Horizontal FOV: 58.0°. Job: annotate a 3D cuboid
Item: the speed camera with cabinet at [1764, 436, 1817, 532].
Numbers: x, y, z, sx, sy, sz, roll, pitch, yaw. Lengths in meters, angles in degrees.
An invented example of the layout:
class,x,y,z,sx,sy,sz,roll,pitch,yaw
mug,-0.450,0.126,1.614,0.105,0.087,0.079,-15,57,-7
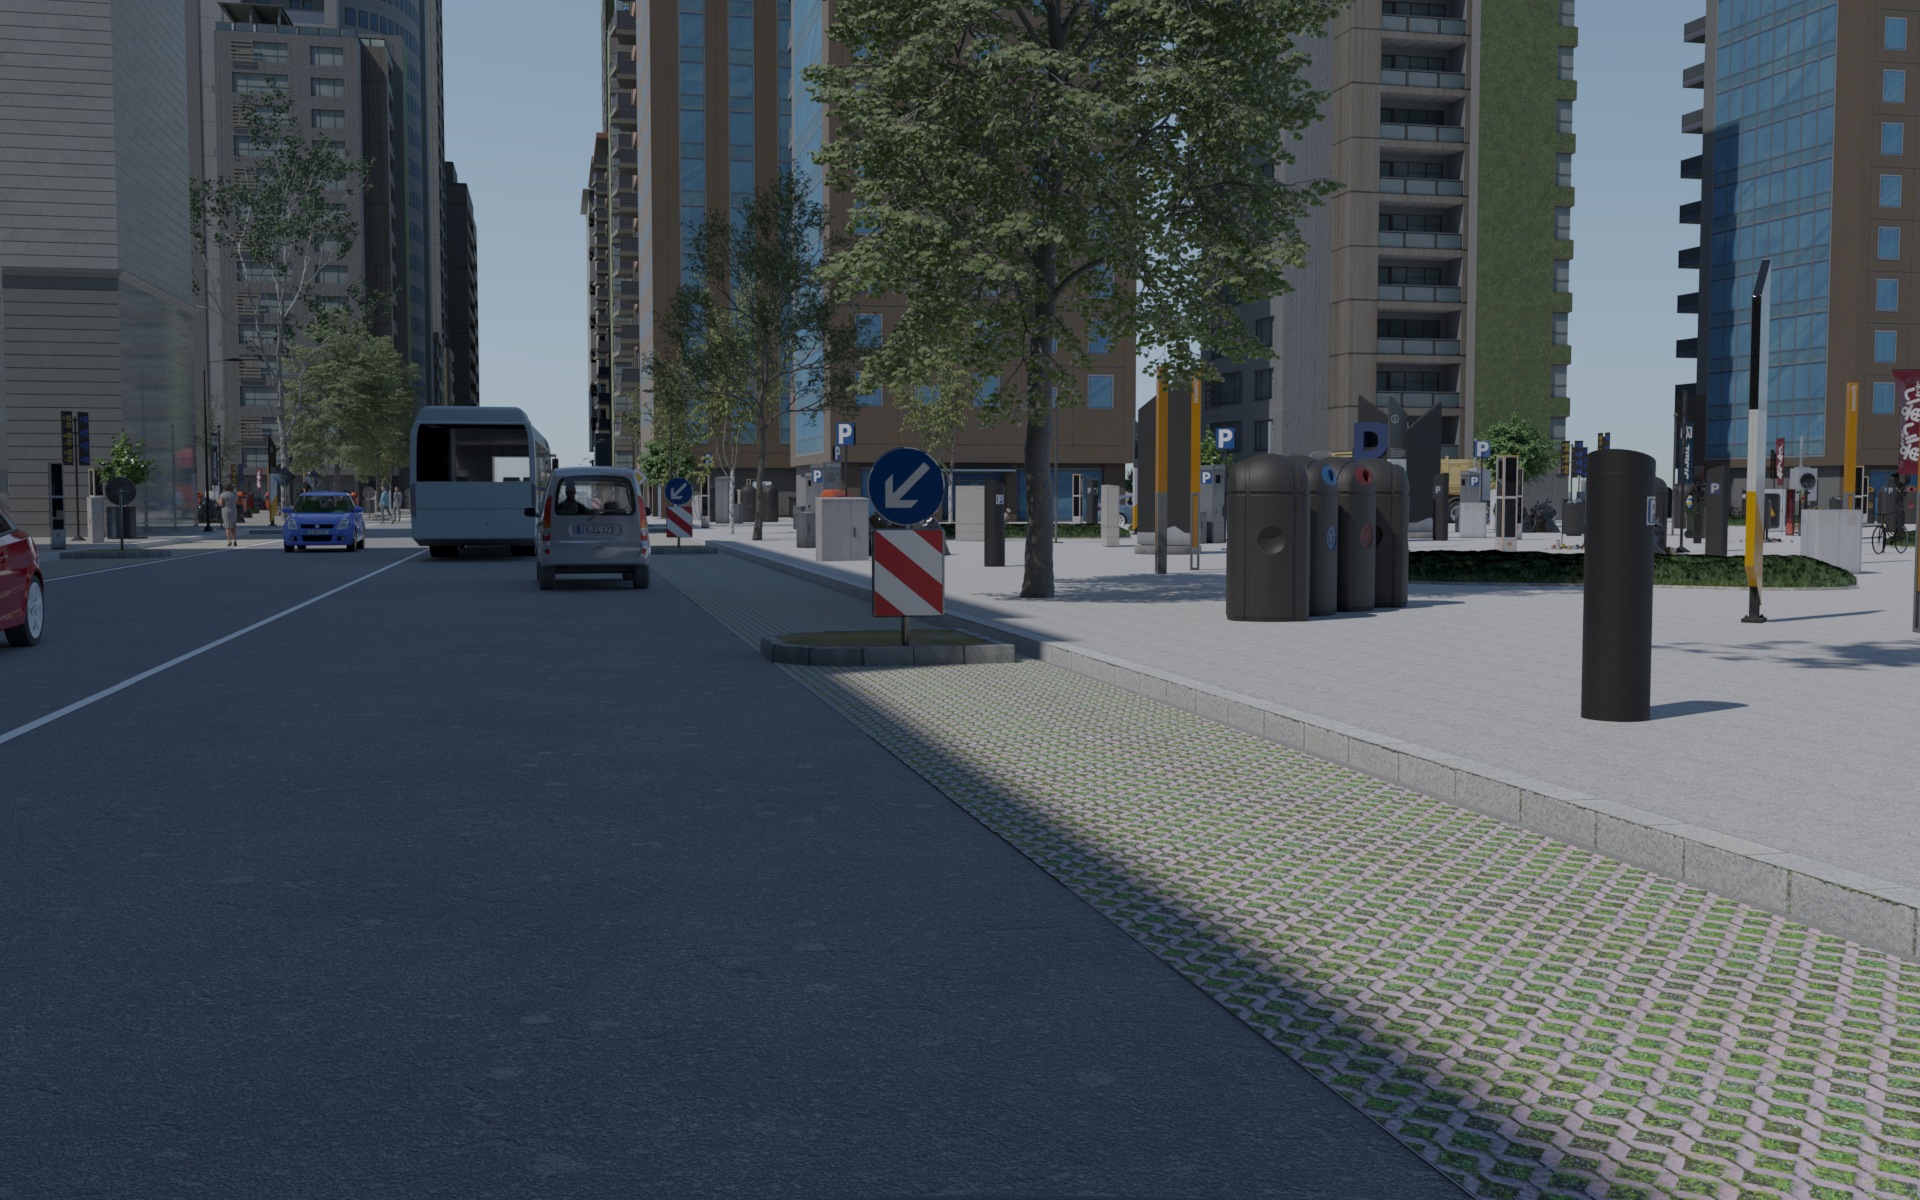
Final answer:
class,x,y,z,sx,sy,sz,roll,pitch,yaw
speed camera with cabinet,28.026,-3.951,58.935,2.038,3.252,0.660,0,4,-2

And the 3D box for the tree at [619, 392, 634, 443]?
class,x,y,z,sx,sy,sz,roll,pitch,yaw
tree,-13.548,-8.134,83.359,4.737,8.622,4.395,0,3,0

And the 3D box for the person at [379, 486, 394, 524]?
class,x,y,z,sx,sy,sz,roll,pitch,yaw
person,-27.461,-4.553,82.799,0.748,1.841,0.638,2,4,30

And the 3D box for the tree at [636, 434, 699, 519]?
class,x,y,z,sx,sy,sz,roll,pitch,yaw
tree,-14.950,-6.424,88.744,4.285,4.588,4.351,0,3,0

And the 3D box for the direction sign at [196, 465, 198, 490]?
class,x,y,z,sx,sy,sz,roll,pitch,yaw
direction sign,-54.648,-8.076,124.044,0.379,3.537,0.876,-1,4,-21

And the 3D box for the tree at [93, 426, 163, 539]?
class,x,y,z,sx,sy,sz,roll,pitch,yaw
tree,-23.995,-3.363,49.590,1.663,3.219,1.824,0,3,0

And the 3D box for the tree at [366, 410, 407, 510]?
class,x,y,z,sx,sy,sz,roll,pitch,yaw
tree,-45.866,-11.505,138.476,4.737,8.622,4.395,0,3,0

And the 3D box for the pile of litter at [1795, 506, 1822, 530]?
class,x,y,z,sx,sy,sz,roll,pitch,yaw
pile of litter,30.153,-2.907,61.488,1.719,0.858,1.176,0,4,-6

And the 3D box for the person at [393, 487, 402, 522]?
class,x,y,z,sx,sy,sz,roll,pitch,yaw
person,-29.399,-5.007,90.470,0.635,1.810,0.391,1,4,21

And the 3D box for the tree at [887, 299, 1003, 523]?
class,x,y,z,sx,sy,sz,roll,pitch,yaw
tree,-0.587,-6.908,63.314,4.737,8.622,4.395,0,3,0

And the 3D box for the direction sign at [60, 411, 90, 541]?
class,x,y,z,sx,sy,sz,roll,pitch,yaw
direction sign,-24.245,-3.397,47.530,0.379,3.537,0.876,1,4,22

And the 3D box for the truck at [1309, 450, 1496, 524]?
class,x,y,z,sx,sy,sz,roll,pitch,yaw
truck,19.621,-5.005,77.762,9.791,3.379,3.469,-1,4,-11

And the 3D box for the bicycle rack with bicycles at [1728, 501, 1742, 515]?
class,x,y,z,sx,sy,sz,roll,pitch,yaw
bicycle rack with bicycles,39.777,-4.497,86.910,2.852,0.926,2.925,-1,4,-17

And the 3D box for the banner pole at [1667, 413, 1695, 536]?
class,x,y,z,sx,sy,sz,roll,pitch,yaw
banner pole,22.256,-3.881,53.471,0.401,3.779,0.863,-2,4,-35

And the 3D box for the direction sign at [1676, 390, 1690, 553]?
class,x,y,z,sx,sy,sz,roll,pitch,yaw
direction sign,15.855,-2.812,37.974,0.379,3.537,0.876,2,4,27

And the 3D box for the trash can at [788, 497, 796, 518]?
class,x,y,z,sx,sy,sz,roll,pitch,yaw
trash can,-8.790,-4.925,92.173,0.748,1.137,0.748,0,3,0

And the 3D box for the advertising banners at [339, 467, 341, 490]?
class,x,y,z,sx,sy,sz,roll,pitch,yaw
advertising banners,-41.021,-7.143,112.969,0.090,3.025,2.074,1,4,18

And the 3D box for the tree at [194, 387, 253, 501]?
class,x,y,z,sx,sy,sz,roll,pitch,yaw
tree,-51.706,-10.397,120.359,4.360,8.622,3.978,0,3,0

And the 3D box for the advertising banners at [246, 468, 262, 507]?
class,x,y,z,sx,sy,sz,roll,pitch,yaw
advertising banners,-48.016,-7.403,117.220,2.074,3.025,0.090,1,4,22

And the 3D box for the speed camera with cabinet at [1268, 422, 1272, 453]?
class,x,y,z,sx,sy,sz,roll,pitch,yaw
speed camera with cabinet,9.158,-3.232,47.180,2.038,3.252,0.660,2,4,27

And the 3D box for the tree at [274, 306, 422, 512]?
class,x,y,z,sx,sy,sz,roll,pitch,yaw
tree,-37.378,-11.421,104.868,7.486,12.596,7.792,0,3,0

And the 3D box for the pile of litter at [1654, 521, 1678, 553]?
class,x,y,z,sx,sy,sz,roll,pitch,yaw
pile of litter,13.165,-1.123,32.321,1.176,0.858,1.719,2,4,28

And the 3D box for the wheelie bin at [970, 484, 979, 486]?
class,x,y,z,sx,sy,sz,roll,pitch,yaw
wheelie bin,0.435,-2.853,54.555,0.693,1.594,0.980,-1,4,-22

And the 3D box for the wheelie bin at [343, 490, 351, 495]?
class,x,y,z,sx,sy,sz,roll,pitch,yaw
wheelie bin,-50.346,-8.221,142.325,0.693,1.594,0.980,2,4,32

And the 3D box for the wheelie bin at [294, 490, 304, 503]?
class,x,y,z,sx,sy,sz,roll,pitch,yaw
wheelie bin,-48.562,-7.316,127.522,0.980,1.594,0.693,0,4,8

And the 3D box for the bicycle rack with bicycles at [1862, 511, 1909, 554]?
class,x,y,z,sx,sy,sz,roll,pitch,yaw
bicycle rack with bicycles,20.437,-1.422,36.633,2.852,0.926,2.925,3,5,45

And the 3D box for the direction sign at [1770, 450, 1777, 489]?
class,x,y,z,sx,sy,sz,roll,pitch,yaw
direction sign,41.663,-5.911,88.636,0.876,3.537,0.379,-3,4,-39

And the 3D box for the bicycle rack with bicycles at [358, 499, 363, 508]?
class,x,y,z,sx,sy,sz,roll,pitch,yaw
bicycle rack with bicycles,-46.635,-7.424,134.765,2.925,0.926,2.852,-2,4,-30

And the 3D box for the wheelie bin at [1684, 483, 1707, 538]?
class,x,y,z,sx,sy,sz,roll,pitch,yaw
wheelie bin,21.475,-2.589,50.243,0.980,1.594,0.693,-3,5,-40

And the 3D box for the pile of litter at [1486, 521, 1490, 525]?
class,x,y,z,sx,sy,sz,roll,pitch,yaw
pile of litter,22.329,-3.474,70.771,1.719,0.858,1.176,3,4,39

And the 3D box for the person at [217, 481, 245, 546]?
class,x,y,z,sx,sy,sz,roll,pitch,yaw
person,-19.878,-2.347,47.230,0.532,1.782,0.716,3,5,43

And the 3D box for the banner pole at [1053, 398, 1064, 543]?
class,x,y,z,sx,sy,sz,roll,pitch,yaw
banner pole,2.288,-3.383,45.323,0.863,3.779,0.401,0,4,7

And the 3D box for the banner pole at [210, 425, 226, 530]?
class,x,y,z,sx,sy,sz,roll,pitch,yaw
banner pole,-26.697,-4.418,62.251,0.401,3.779,0.863,0,4,3

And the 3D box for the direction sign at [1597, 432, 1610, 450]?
class,x,y,z,sx,sy,sz,roll,pitch,yaw
direction sign,23.671,-4.389,63.760,0.379,3.537,0.876,0,4,-7

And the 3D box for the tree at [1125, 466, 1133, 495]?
class,x,y,z,sx,sy,sz,roll,pitch,yaw
tree,11.995,-7.662,119.868,1.663,3.219,1.824,0,3,0

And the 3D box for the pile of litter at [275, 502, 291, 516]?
class,x,y,z,sx,sy,sz,roll,pitch,yaw
pile of litter,-39.628,-5.373,101.820,1.719,0.858,1.176,2,4,31

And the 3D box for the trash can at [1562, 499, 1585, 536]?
class,x,y,z,sx,sy,sz,roll,pitch,yaw
trash can,18.791,-2.528,52.989,0.748,1.137,0.748,0,3,0

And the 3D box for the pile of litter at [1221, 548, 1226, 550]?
class,x,y,z,sx,sy,sz,roll,pitch,yaw
pile of litter,6.864,-1.563,39.512,1.719,0.858,1.176,2,4,24

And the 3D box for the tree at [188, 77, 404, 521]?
class,x,y,z,sx,sy,sz,roll,pitch,yaw
tree,-32.766,-13.782,81.229,12.611,20.169,13.585,0,3,0

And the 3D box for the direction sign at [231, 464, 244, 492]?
class,x,y,z,sx,sy,sz,roll,pitch,yaw
direction sign,-54.821,-8.527,131.410,0.876,3.537,0.379,-1,4,-20

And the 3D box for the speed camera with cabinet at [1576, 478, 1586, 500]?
class,x,y,z,sx,sy,sz,roll,pitch,yaw
speed camera with cabinet,40.668,-7.247,112.824,0.660,3.252,2.038,2,4,31

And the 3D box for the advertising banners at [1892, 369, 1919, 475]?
class,x,y,z,sx,sy,sz,roll,pitch,yaw
advertising banners,14.087,-1.721,24.323,2.074,3.025,0.090,0,4,1

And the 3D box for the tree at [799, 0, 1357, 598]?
class,x,y,z,sx,sy,sz,roll,pitch,yaw
tree,1.273,-6.322,21.494,7.486,12.596,7.792,0,3,0

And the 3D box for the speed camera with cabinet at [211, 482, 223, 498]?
class,x,y,z,sx,sy,sz,roll,pitch,yaw
speed camera with cabinet,-55.235,-8.222,128.759,0.660,3.252,2.038,-1,4,-14

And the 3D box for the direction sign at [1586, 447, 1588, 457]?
class,x,y,z,sx,sy,sz,roll,pitch,yaw
direction sign,29.759,-5.582,83.265,0.876,3.537,0.379,-1,4,-15

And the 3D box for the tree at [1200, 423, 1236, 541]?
class,x,y,z,sx,sy,sz,roll,pitch,yaw
tree,6.679,-3.226,47.354,1.663,3.219,1.824,0,3,0

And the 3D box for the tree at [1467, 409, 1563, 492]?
class,x,y,z,sx,sy,sz,roll,pitch,yaw
tree,21.389,-5.096,67.026,4.285,4.588,4.351,0,3,0

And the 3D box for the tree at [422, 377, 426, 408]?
class,x,y,z,sx,sy,sz,roll,pitch,yaw
tree,-41.361,-12.545,123.232,7.486,12.596,7.792,0,3,0

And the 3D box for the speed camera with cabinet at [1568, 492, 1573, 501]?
class,x,y,z,sx,sy,sz,roll,pitch,yaw
speed camera with cabinet,43.014,-7.958,124.447,0.660,3.252,2.038,-2,4,-33

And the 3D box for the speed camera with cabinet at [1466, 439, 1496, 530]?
class,x,y,z,sx,sy,sz,roll,pitch,yaw
speed camera with cabinet,18.963,-4.106,61.465,0.660,3.252,2.038,-3,4,-36

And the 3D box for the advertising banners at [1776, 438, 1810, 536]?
class,x,y,z,sx,sy,sz,roll,pitch,yaw
advertising banners,25.572,-3.490,53.250,0.090,3.025,2.074,0,4,-1

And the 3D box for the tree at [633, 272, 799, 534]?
class,x,y,z,sx,sy,sz,roll,pitch,yaw
tree,-7.250,-6.411,55.184,4.737,8.622,4.395,0,3,0

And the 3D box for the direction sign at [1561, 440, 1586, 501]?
class,x,y,z,sx,sy,sz,roll,pitch,yaw
direction sign,25.881,-4.973,73.305,0.876,3.537,0.379,1,4,18

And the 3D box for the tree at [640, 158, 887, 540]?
class,x,y,z,sx,sy,sz,roll,pitch,yaw
tree,-5.270,-6.926,47.653,7.601,10.594,8.767,-1,4,-9
